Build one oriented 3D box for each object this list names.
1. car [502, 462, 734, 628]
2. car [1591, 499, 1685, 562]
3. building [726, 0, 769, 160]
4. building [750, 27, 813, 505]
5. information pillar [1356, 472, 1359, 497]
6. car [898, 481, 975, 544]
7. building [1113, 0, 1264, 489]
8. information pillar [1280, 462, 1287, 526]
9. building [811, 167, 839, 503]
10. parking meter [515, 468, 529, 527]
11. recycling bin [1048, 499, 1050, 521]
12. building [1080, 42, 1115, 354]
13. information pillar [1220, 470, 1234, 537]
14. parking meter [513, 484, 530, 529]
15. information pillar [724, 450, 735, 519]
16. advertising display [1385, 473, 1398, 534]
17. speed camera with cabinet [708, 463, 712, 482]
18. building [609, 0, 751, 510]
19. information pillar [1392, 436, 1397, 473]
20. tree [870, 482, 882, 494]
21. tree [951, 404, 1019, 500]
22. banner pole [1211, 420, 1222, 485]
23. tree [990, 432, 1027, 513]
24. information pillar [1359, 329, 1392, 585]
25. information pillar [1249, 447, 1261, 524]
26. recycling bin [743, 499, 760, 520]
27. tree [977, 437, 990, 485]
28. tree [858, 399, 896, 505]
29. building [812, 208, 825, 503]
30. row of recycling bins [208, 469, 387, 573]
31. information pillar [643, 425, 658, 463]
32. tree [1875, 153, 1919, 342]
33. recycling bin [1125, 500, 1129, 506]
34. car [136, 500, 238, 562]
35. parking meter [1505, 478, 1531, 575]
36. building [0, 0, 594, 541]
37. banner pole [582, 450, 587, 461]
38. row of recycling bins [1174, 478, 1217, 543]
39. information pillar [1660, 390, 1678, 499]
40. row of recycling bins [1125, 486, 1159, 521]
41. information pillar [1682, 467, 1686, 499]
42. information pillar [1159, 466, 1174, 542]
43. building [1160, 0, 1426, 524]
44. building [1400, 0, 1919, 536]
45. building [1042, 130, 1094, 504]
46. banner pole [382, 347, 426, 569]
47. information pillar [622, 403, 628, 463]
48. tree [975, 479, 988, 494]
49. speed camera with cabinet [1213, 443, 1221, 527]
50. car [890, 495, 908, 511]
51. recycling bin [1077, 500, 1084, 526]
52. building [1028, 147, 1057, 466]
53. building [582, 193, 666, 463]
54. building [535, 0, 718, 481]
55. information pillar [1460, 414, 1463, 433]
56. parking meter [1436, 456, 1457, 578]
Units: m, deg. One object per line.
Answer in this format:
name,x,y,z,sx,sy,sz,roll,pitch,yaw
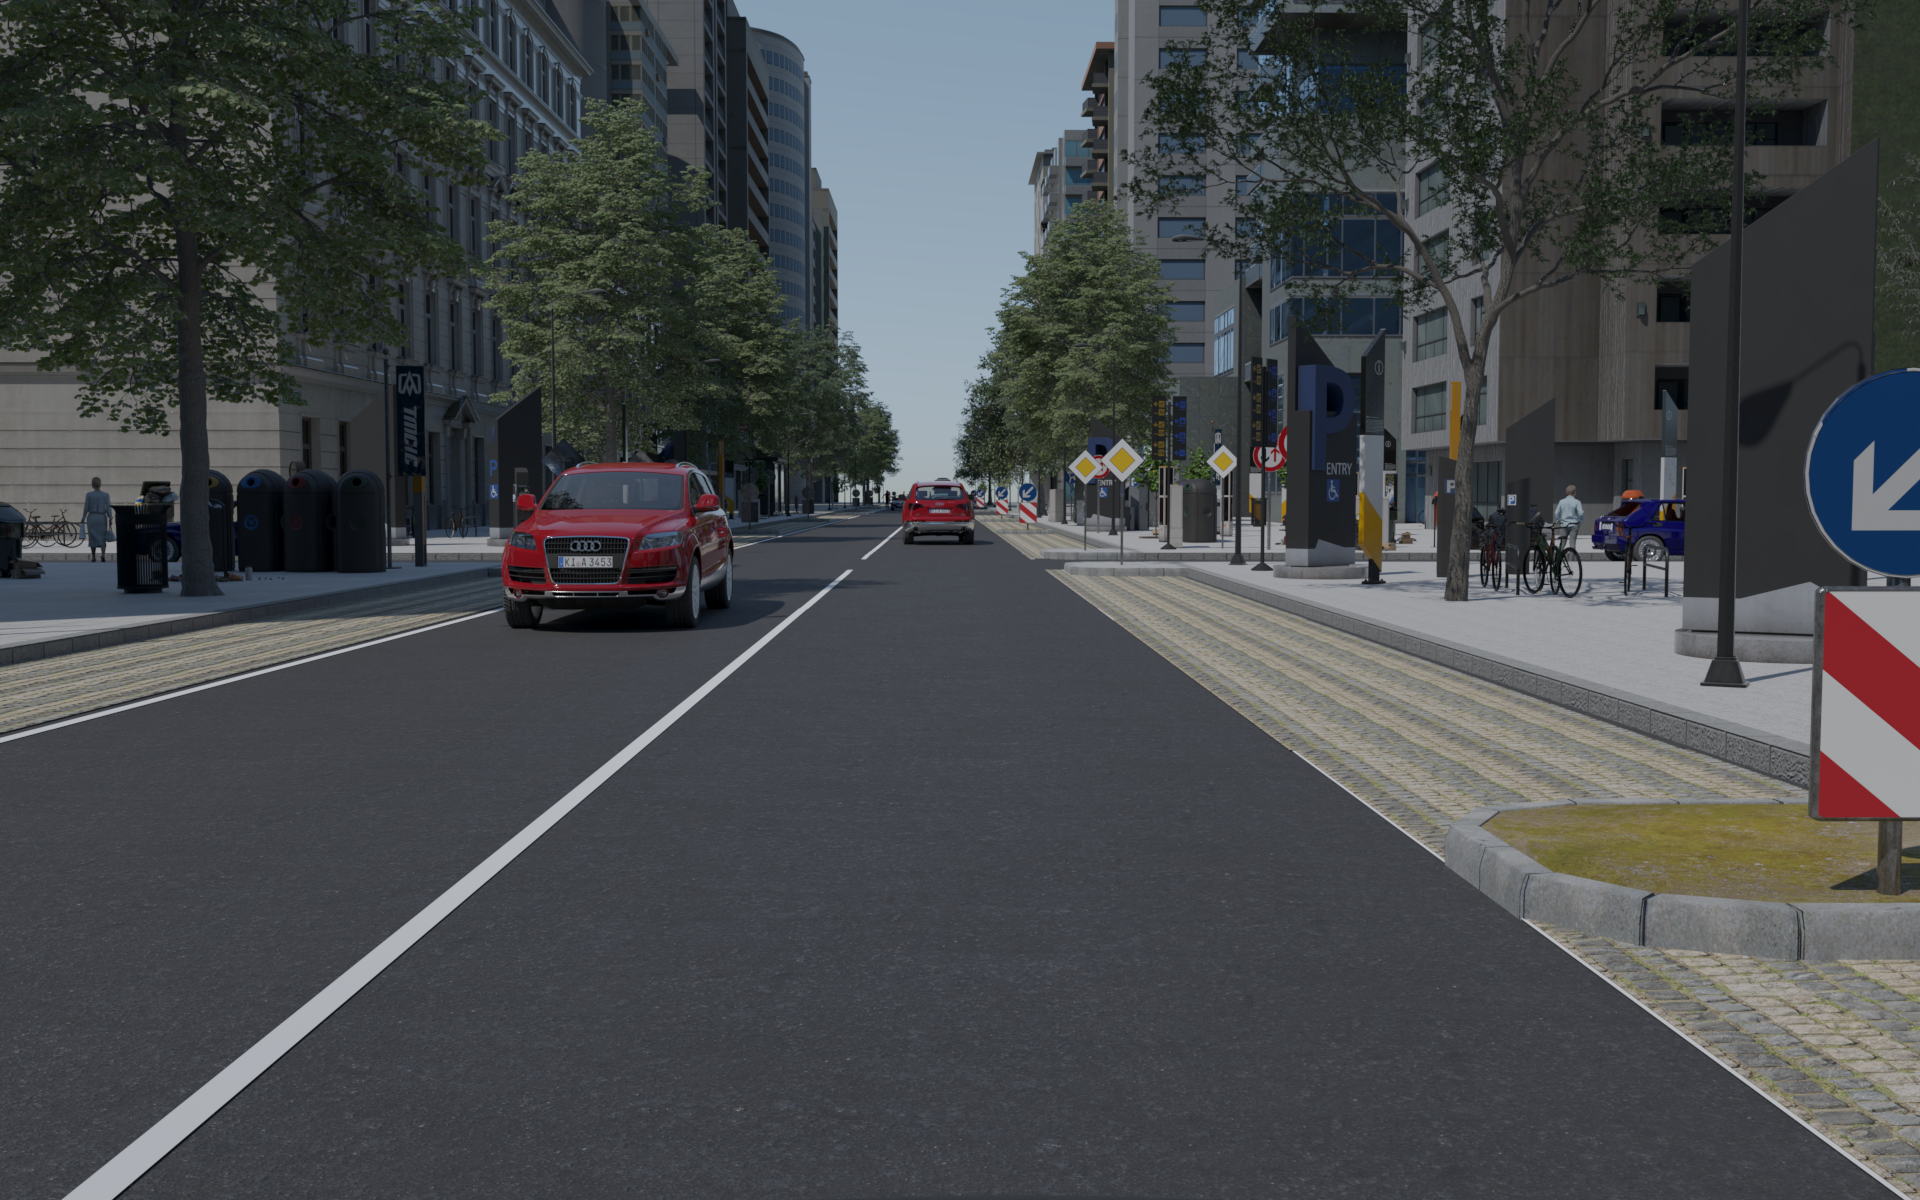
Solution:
car,-3.865,-0.707,20.237,2.281,1.827,5.304,0,4,-1
car,15.130,-1.404,35.539,3.894,1.354,1.945,0,4,0
building,-30.391,-33.442,170.480,21.300,48.544,21.600,0,4,-1
building,-30.230,-41.393,218.767,21.231,58.520,28.212,0,4,-1
information pillar,13.204,-3.288,58.247,0.304,2.012,0.304,-1,4,-9
car,-0.674,-2.576,50.787,2.281,1.827,5.304,0,4,-3
building,22.870,-36.488,138.577,21.231,58.520,28.212,0,4,-1
information pillar,13.141,-4.780,69.511,0.504,3.616,0.183,3,4,38
building,-29.548,-38.891,259.572,21.300,48.544,21.600,0,4,-1
parking meter,-9.692,-1.995,38.333,0.255,1.863,0.399,-1,4,-21
recycling bin,4.601,-4.249,82.028,0.722,1.027,0.722,1,4,21
building,23.140,-31.385,167.770,22.147,44.769,28.867,0,4,-1
information pillar,8.038,-2.918,52.194,0.304,2.012,0.304,2,4,29
parking meter,-10.353,-1.986,40.887,0.372,1.533,0.369,0,3,0
information pillar,-11.708,-5.904,87.891,0.504,3.616,0.183,0,4,-3
advertising display,13.467,-2.990,54.107,0.123,1.923,0.974,0,4,-2
speed camera with cabinet,-16.220,-7.025,109.193,0.660,3.252,2.038,-2,4,-28
building,-28.533,-43.412,148.041,20.563,71.187,20.611,0,4,-1
information pillar,15.267,-4.298,61.622,0.504,3.616,0.183,-1,4,-16
tree,-11.960,-15.655,250.552,1.663,3.219,1.824,0,3,0
tree,4.119,-16.459,179.467,12.009,13.543,11.850,0,3,0
banner pole,8.669,-4.205,58.773,0.401,3.779,0.863,-1,4,-21
tree,4.975,-11.654,140.899,4.737,8.622,4.395,0,3,0
information pillar,5.840,-2.029,24.532,0.504,3.616,0.183,-3,5,-43
information pillar,11.944,-4.804,69.895,0.504,3.616,0.183,1,4,12
recycling bin,-10.476,-4.548,86.906,0.722,1.027,0.722,-1,4,-21
tree,3.975,-12.575,155.956,4.737,8.622,4.395,0,3,0
tree,-11.013,-17.569,205.378,7.486,12.596,7.792,0,3,0
building,-26.428,-34.139,241.759,14.154,41.232,14.086,0,4,-1
row of recycling bins,-11.179,-1.319,28.679,3.534,1.692,1.069,1,4,9
information pillar,-10.219,-4.021,57.100,0.504,3.616,0.183,-1,4,-14
tree,15.832,-4.615,25.816,4.360,8.622,3.978,0,3,0
recycling bin,6.906,-3.481,69.468,0.722,1.027,0.722,-2,4,-25
car,-14.793,-1.402,35.501,3.894,1.354,1.945,0,4,-1
parking meter,8.908,-1.176,27.644,0.372,1.533,0.369,0,3,0
building,-26.701,-17.828,67.901,17.030,29.872,44.131,0,4,-1
banner pole,-15.839,-5.082,73.103,0.401,3.779,0.863,0,4,6
row of recycling bins,6.346,-2.444,47.076,1.069,1.692,3.534,0,4,-1
information pillar,16.092,-2.935,39.347,0.504,3.616,0.183,-2,4,-34
row of recycling bins,7.892,-4.642,83.002,3.534,1.692,1.069,2,4,29
information pillar,19.998,-2.628,47.452,0.304,2.012,0.304,-3,4,-37
information pillar,5.487,-2.542,46.054,0.304,2.012,0.304,-1,4,-23
building,23.236,-47.405,87.742,22.319,86.520,31.000,0,4,-1
building,23.051,-17.374,55.774,14.107,30.474,14.160,0,4,-1
building,22.367,-37.286,229.238,23.786,49.044,30.456,0,4,-1
banner pole,-9.580,-2.428,29.721,0.863,3.779,0.401,-1,4,-10
information pillar,-8.706,-3.284,45.056,0.183,3.616,0.504,0,4,-5
tree,2.983,-15.493,247.913,1.663,3.219,1.824,0,3,0
speed camera with cabinet,9.949,-4.423,66.645,0.660,3.252,2.038,1,4,12
car,-5.186,-8.519,151.859,1.945,1.354,3.894,0,4,-1
recycling bin,5.164,-3.505,69.865,0.722,1.027,0.722,2,4,25
building,25.147,-40.982,259.285,28.713,52.752,27.495,0,4,-1
building,-23.298,-14.393,99.956,10.561,19.102,19.286,0,4,-1
building,-34.423,-26.552,126.011,32.217,40.220,23.993,0,4,-1
information pillar,14.697,-3.655,51.107,0.183,3.616,0.504,-1,4,-19
parking meter,7.550,-1.279,26.622,0.399,1.863,0.255,1,4,9
